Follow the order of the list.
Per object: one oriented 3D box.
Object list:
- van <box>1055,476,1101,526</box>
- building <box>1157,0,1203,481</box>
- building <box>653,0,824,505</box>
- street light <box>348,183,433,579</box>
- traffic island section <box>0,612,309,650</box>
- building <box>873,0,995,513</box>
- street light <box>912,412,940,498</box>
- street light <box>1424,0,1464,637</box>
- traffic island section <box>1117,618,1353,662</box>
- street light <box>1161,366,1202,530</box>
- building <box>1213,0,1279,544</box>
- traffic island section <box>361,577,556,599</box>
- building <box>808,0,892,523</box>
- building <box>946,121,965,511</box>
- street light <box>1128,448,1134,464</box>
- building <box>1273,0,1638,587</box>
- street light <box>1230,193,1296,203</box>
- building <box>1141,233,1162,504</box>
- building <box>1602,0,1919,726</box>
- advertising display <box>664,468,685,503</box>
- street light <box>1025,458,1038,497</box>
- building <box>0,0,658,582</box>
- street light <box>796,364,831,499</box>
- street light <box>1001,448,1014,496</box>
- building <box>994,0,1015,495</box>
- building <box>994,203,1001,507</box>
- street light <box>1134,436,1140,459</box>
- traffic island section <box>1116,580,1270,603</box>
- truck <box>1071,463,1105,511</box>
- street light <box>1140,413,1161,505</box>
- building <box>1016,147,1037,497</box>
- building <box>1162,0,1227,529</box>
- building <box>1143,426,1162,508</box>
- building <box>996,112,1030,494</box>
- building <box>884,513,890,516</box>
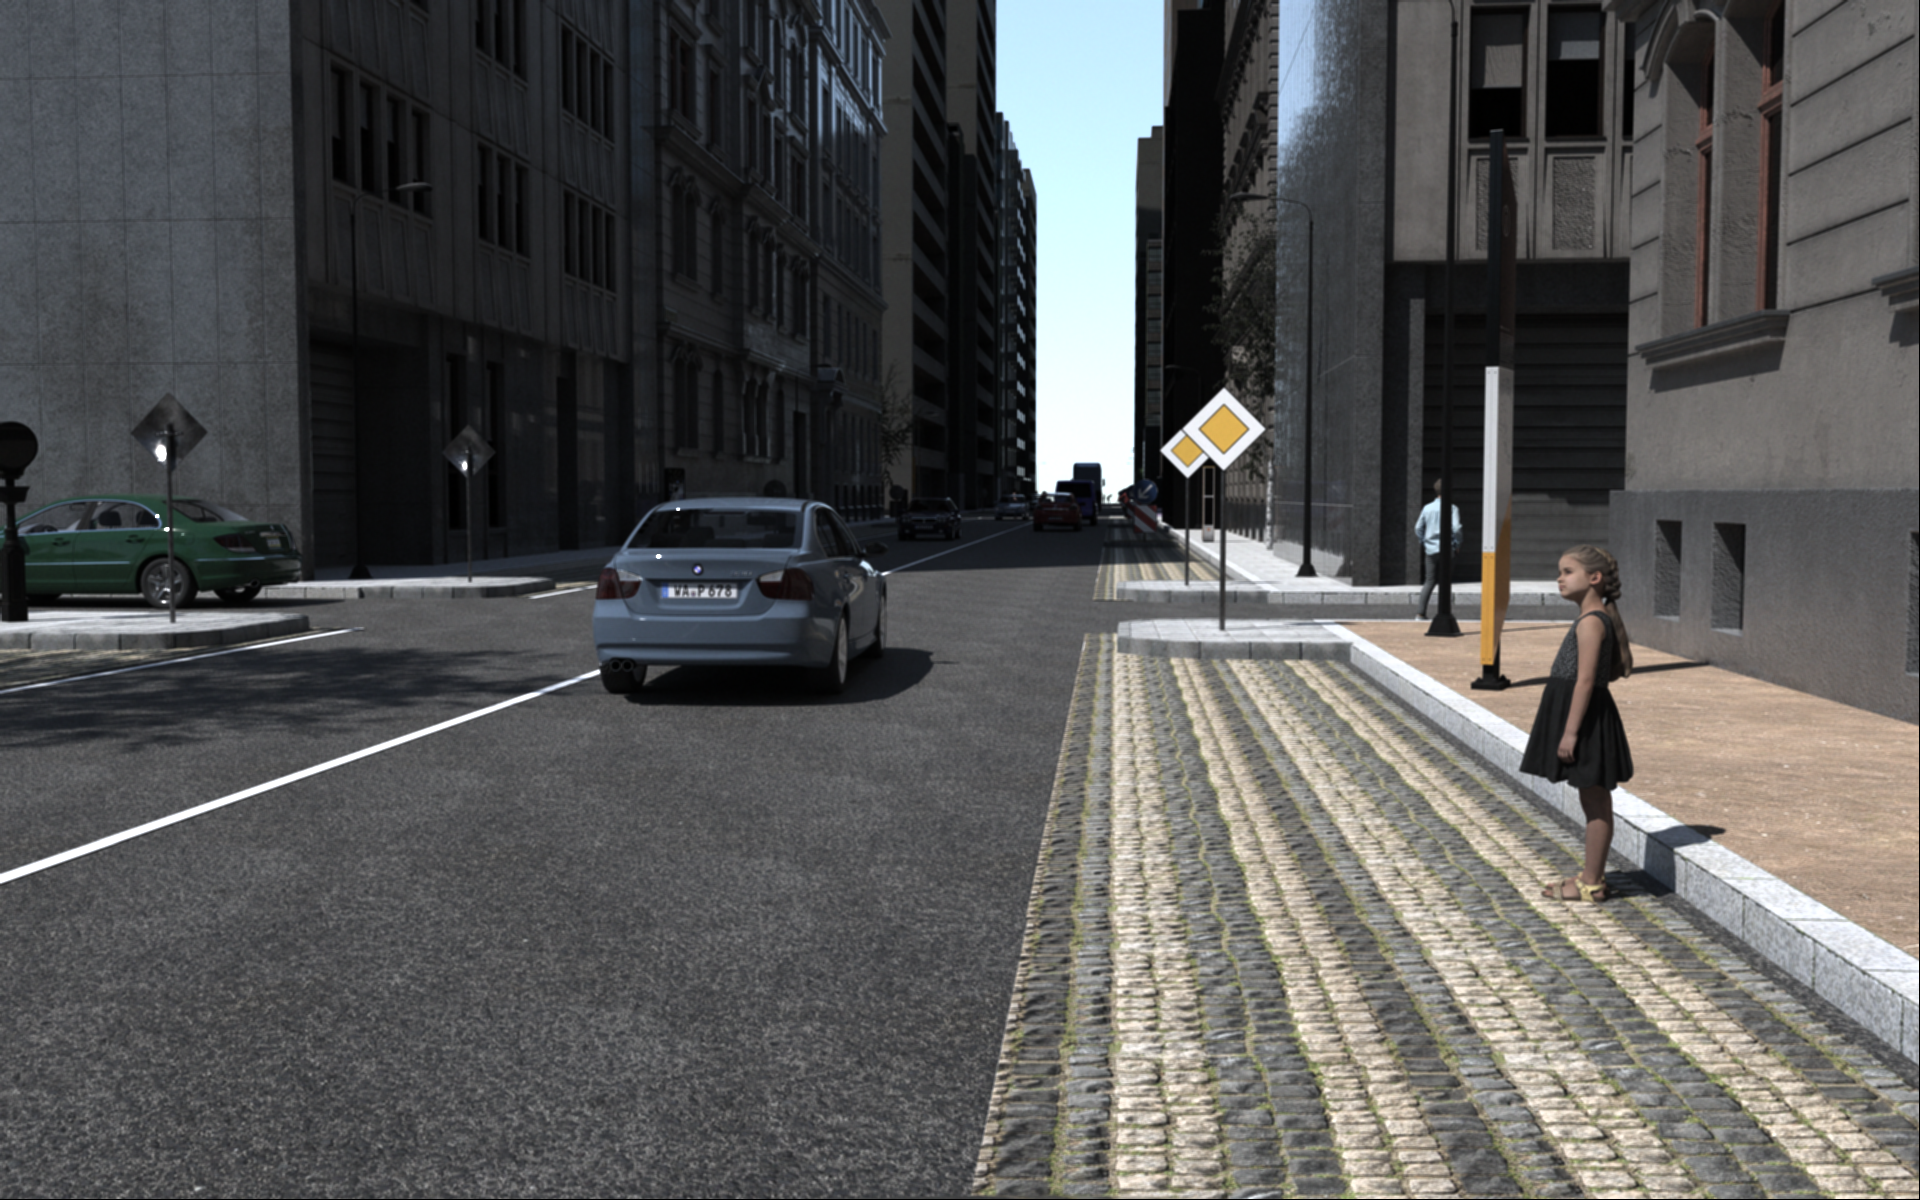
[{"bbox_3d":[5.392,-4.639,80.239,2.240,2.365,5.245,0,4,6],"label":"van"},{"bbox_3d":[22.839,-29.624,134.466,14.600,45.320,14.200,0,4,5],"label":"building"},{"bbox_3d":[-12.900,-16.458,56.482,14.401,28.519,23.554,0,4,5],"label":"building"},{"bbox_3d":[-8.563,-3.273,26.060,1.470,5.913,1.316,0,4,5],"label":"street light"},{"bbox_3d":[-7.860,0.308,17.248,2.009,0.180,2.903,0,4,5],"label":"traffic island section"},{"bbox_3d":[-8.393,-32.019,147.211,21.300,48.544,21.600,0,4,5],"label":"building"},{"bbox_3d":[-1.863,-7.878,101.348,1.470,5.913,1.316,0,4,5],"label":"street light"},{"bbox_3d":[3.852,-2.633,15.585,1.470,5.913,1.316,0,4,5],"label":"street light"},{"bbox_3d":[2.490,0.364,16.324,2.009,0.180,2.903,0,4,5],"label":"traffic island section"},{"bbox_3d":[8.117,-5.512,62.666,1.470,5.913,1.316,0,4,5],"label":"street light"},{"bbox_3d":[13.344,-13.632,51.762,11.050,23.489,19.941,0,4,5],"label":"building"},{"bbox_3d":[-7.150,-0.179,25.202,2.009,0.180,2.903,0,4,5],"label":"traffic island section"},{"bbox_3d":[-10.955,-17.926,79.001,13.634,28.700,20.117,0,4,5],"label":"building"},{"bbox_3d":[-7.224,-21.895,129.682,14.160,30.474,14.107,0,4,5],"label":"building"},{"bbox_3d":[18.999,-13.036,185.683,1.470,5.913,1.316,0,4,5],"label":"street light"},{"bbox_3d":[15.862,-12.863,28.329,19.932,24.808,12.078,0,4,5],"label":"building"},{"bbox_3d":[4.859,-3.320,26.830,1.470,5.913,1.316,0,4,5],"label":"street light"},{"bbox_3d":[27.676,-25.717,192.180,14.160,30.474,14.107,0,4,5],"label":"building"},{"bbox_3d":[11.050,-13.199,3.189,14.401,28.519,23.554,0,4,5],"label":"building"},{"bbox_3d":[-7.019,-2.289,42.640,0.123,1.923,0.974,1,4,15],"label":"advertising display"},{"bbox_3d":[8.862,-15.146,220.170,1.470,5.913,1.316,0,4,5],"label":"street light"},{"bbox_3d":[-14.704,-13.269,34.968,12.078,24.808,19.932,0,4,5],"label":"building"},{"bbox_3d":[-5.293,-5.468,61.935,1.470,5.913,1.316,0,4,5],"label":"street light"},{"bbox_3d":[4.683,-12.333,174.188,1.470,5.913,1.316,0,4,5],"label":"street light"},{"bbox_3d":[-4.268,-46.196,193.552,20.563,71.187,20.611,0,4,5],"label":"building"},{"bbox_3d":[-3.537,-24.098,165.695,14.160,30.474,14.107,0,4,5],"label":"building"},{"bbox_3d":[14.907,-10.177,138.939,1.470,5.913,1.316,0,4,5],"label":"street light"},{"bbox_3d":[3.200,-0.122,24.277,2.009,0.180,2.903,0,4,5],"label":"traffic island section"},{"bbox_3d":[10.319,-9.374,143.027,2.967,4.110,18.799,0,4,6],"label":"truck"},{"bbox_3d":[11.651,-7.985,103.103,1.470,5.913,1.316,0,4,5],"label":"street light"},{"bbox_3d":[-0.297,-38.034,245.559,21.300,48.544,21.600,0,4,5],"label":"building"},{"bbox_3d":[14.600,-14.673,69.578,12.332,23.373,15.834,0,4,5],"label":"building"},{"bbox_3d":[28.165,-51.542,155.382,22.319,86.520,31.000,0,4,5],"label":"building"},{"bbox_3d":[-3.295,-36.705,219.728,23.786,49.044,30.456,0,4,5],"label":"building"},{"bbox_3d":[-12.481,-29.832,111.460,21.300,48.544,21.600,0,4,5],"label":"building"}]
